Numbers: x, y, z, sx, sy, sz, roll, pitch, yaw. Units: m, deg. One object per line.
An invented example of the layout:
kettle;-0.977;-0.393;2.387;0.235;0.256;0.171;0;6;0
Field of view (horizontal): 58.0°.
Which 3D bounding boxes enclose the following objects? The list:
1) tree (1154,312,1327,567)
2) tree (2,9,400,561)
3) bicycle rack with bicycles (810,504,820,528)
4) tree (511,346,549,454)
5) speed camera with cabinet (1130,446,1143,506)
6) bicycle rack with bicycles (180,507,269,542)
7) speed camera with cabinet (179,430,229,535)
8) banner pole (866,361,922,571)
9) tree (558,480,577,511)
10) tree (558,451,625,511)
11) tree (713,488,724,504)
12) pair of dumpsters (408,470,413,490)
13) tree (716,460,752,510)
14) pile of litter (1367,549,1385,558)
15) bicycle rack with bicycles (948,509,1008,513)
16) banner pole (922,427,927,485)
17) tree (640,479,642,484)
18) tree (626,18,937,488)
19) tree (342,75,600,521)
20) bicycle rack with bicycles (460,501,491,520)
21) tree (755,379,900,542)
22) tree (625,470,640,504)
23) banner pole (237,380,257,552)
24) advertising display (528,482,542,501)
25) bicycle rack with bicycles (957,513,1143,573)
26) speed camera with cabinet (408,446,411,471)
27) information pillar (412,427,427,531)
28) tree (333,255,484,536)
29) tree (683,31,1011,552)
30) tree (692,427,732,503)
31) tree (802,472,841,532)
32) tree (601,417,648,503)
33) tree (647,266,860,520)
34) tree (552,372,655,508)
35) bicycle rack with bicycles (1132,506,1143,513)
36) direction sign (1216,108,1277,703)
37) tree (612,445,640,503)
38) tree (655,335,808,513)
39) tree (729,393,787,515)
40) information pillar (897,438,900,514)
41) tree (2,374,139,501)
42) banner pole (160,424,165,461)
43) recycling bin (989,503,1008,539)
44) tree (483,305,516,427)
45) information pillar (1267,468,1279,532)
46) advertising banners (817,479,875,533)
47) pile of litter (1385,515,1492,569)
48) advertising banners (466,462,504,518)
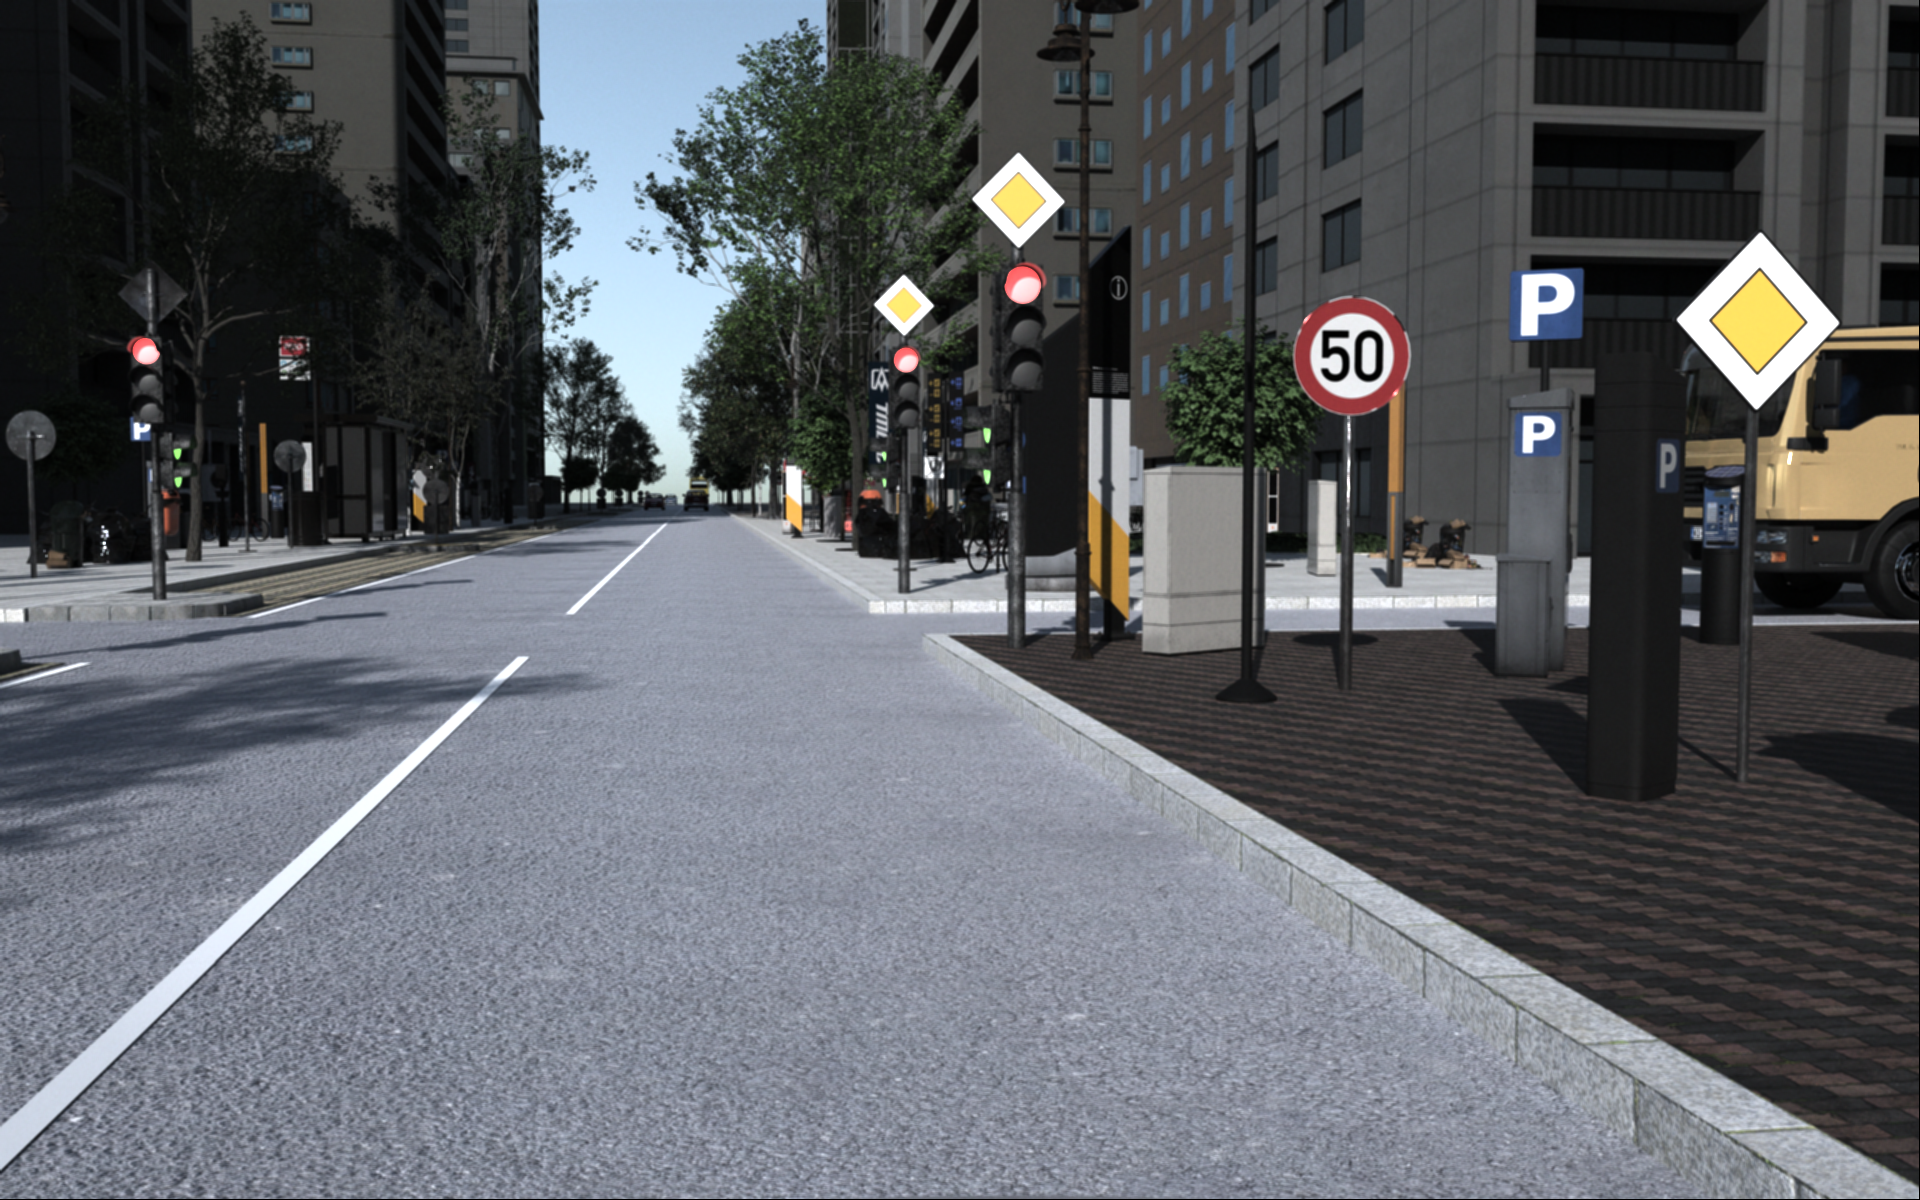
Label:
tree;5.008;-2.877;30.759;4.285;4.588;4.351;0;3;0
tree;-14.304;-6.020;32.844;7.601;10.594;8.767;-1;4;-20
bicycle rack with bicycles;-4.303;-3.185;65.459;2.852;0.926;2.925;1;4;19
tree;-25.667;-11.471;113.298;9.928;11.665;9.643;0;3;0
speed camera with cabinet;3.774;-2.411;33.753;2.038;3.252;0.660;-1;4;-20
bicycle rack with bicycles;-20.437;-2.023;46.452;2.925;0.926;2.852;2;4;29
speed camera with cabinet;-23.305;-3.564;52.612;0.660;3.252;2.038;3;4;36
banner pole;-1.145;-2.378;28.902;0.863;3.779;0.401;-1;4;-18
tree;-29.987;-8.422;132.300;1.663;3.219;1.824;0;3;0
tree;-28.111;-8.829;128.062;4.285;4.588;4.351;0;3;0
tree;-29.972;-16.483;219.867;4.737;8.622;4.395;0;3;0
pair of dumpsters;-21.879;-3.938;66.880;1.574;2.255;4.437;-1;4;-8
tree;-18.222;-9.783;143.663;4.285;4.588;4.351;0;3;0
pile of litter;8.946;-1.262;34.606;1.176;0.858;1.719;-2;4;-29
bicycle rack with bicycles;0.631;-1.718;41.464;2.852;0.926;2.925;-1;4;-14
banner pole;-1.184;-4.104;57.110;0.863;3.779;0.401;3;5;41
tree;-43.976;-15.115;230.849;4.285;4.588;4.351;0;3;0
tree;-7.417;-13.205;71.793;12.611;20.169;13.585;0;3;0
tree;-23.046;-13.784;81.263;12.611;20.169;13.585;0;3;0
bicycle rack with bicycles;-24.429;-4.480;86.636;2.925;0.926;2.852;-3;4;-36
tree;-3.153;-3.853;46.716;4.285;4.588;4.351;0;3;0
tree;-39.134;-12.956;195.549;4.285;4.588;4.351;0;3;0
banner pole;-15.921;-2.963;38.462;0.401;3.779;0.863;-2;4;-35
advertising display;-23.302;-5.490;94.971;0.974;1.923;0.123;2;4;34
bicycle rack with bicycles;1.769;-0.860;27.450;2.852;0.926;2.925;-2;4;-28
speed camera with cabinet;-23.032;-4.780;72.492;0.660;3.252;2.038;0;4;-4
information pillar;-18.553;-4.169;59.522;0.183;3.616;0.504;3;5;40
tree;-17.006;-6.284;53.113;4.360;8.622;3.978;0;3;0
tree;-2.318;-6.923;38.951;9.928;11.665;9.643;0;3;0
tree;-26.764;-17.142;198.391;7.486;12.596;7.792;0;3;0
tree;-4.799;-3.973;59.552;1.663;3.219;1.824;0;3;0
tree;-47.810;-20.450;251.367;9.611;12.733;9.660;0;3;0
tree;-9.371;-10.411;87.231;9.611;12.733;9.660;0;3;0
tree;-34.250;-15.580;165.103;12.009;13.543;11.850;0;3;0
bicycle rack with bicycles;7.172;-2.666;56.966;2.852;0.926;2.925;1;4;17
direction sign;1.785;-1.143;10.691;0.379;3.537;0.876;1;4;11
tree;-46.503;-17.806;241.486;4.360;8.622;3.978;0;3;0
tree;-13.860;-12.547;115.515;12.009;13.543;11.850;0;3;0
tree;-11.924;-9.397;104.000;4.360;8.622;3.978;0;3;0
information pillar;-2.164;-4.461;64.294;0.183;3.616;0.504;2;4;31
tree;-24.447;-3.906;47.571;4.285;4.588;4.351;0;3;0
banner pole;-24.901;-3.914;54.008;0.863;3.779;0.401;3;4;38
recycling bin;1.165;-2.286;49.936;0.722;1.027;0.722;-2;4;-30
tree;-18.198;-6.870;62.683;4.360;8.622;3.978;0;3;0
information pillar;8.860;-2.722;48.992;0.304;2.012;0.304;1;4;13
advertising banners;-3.724;-3.762;57.696;2.074;3.025;0.090;0;4;4
pile of litter;8.427;-0.986;30.082;1.176;0.858;1.719;-1;4;-21
advertising banners;-25.799;-5.988;94.084;2.074;3.025;0.090;0;4;8
